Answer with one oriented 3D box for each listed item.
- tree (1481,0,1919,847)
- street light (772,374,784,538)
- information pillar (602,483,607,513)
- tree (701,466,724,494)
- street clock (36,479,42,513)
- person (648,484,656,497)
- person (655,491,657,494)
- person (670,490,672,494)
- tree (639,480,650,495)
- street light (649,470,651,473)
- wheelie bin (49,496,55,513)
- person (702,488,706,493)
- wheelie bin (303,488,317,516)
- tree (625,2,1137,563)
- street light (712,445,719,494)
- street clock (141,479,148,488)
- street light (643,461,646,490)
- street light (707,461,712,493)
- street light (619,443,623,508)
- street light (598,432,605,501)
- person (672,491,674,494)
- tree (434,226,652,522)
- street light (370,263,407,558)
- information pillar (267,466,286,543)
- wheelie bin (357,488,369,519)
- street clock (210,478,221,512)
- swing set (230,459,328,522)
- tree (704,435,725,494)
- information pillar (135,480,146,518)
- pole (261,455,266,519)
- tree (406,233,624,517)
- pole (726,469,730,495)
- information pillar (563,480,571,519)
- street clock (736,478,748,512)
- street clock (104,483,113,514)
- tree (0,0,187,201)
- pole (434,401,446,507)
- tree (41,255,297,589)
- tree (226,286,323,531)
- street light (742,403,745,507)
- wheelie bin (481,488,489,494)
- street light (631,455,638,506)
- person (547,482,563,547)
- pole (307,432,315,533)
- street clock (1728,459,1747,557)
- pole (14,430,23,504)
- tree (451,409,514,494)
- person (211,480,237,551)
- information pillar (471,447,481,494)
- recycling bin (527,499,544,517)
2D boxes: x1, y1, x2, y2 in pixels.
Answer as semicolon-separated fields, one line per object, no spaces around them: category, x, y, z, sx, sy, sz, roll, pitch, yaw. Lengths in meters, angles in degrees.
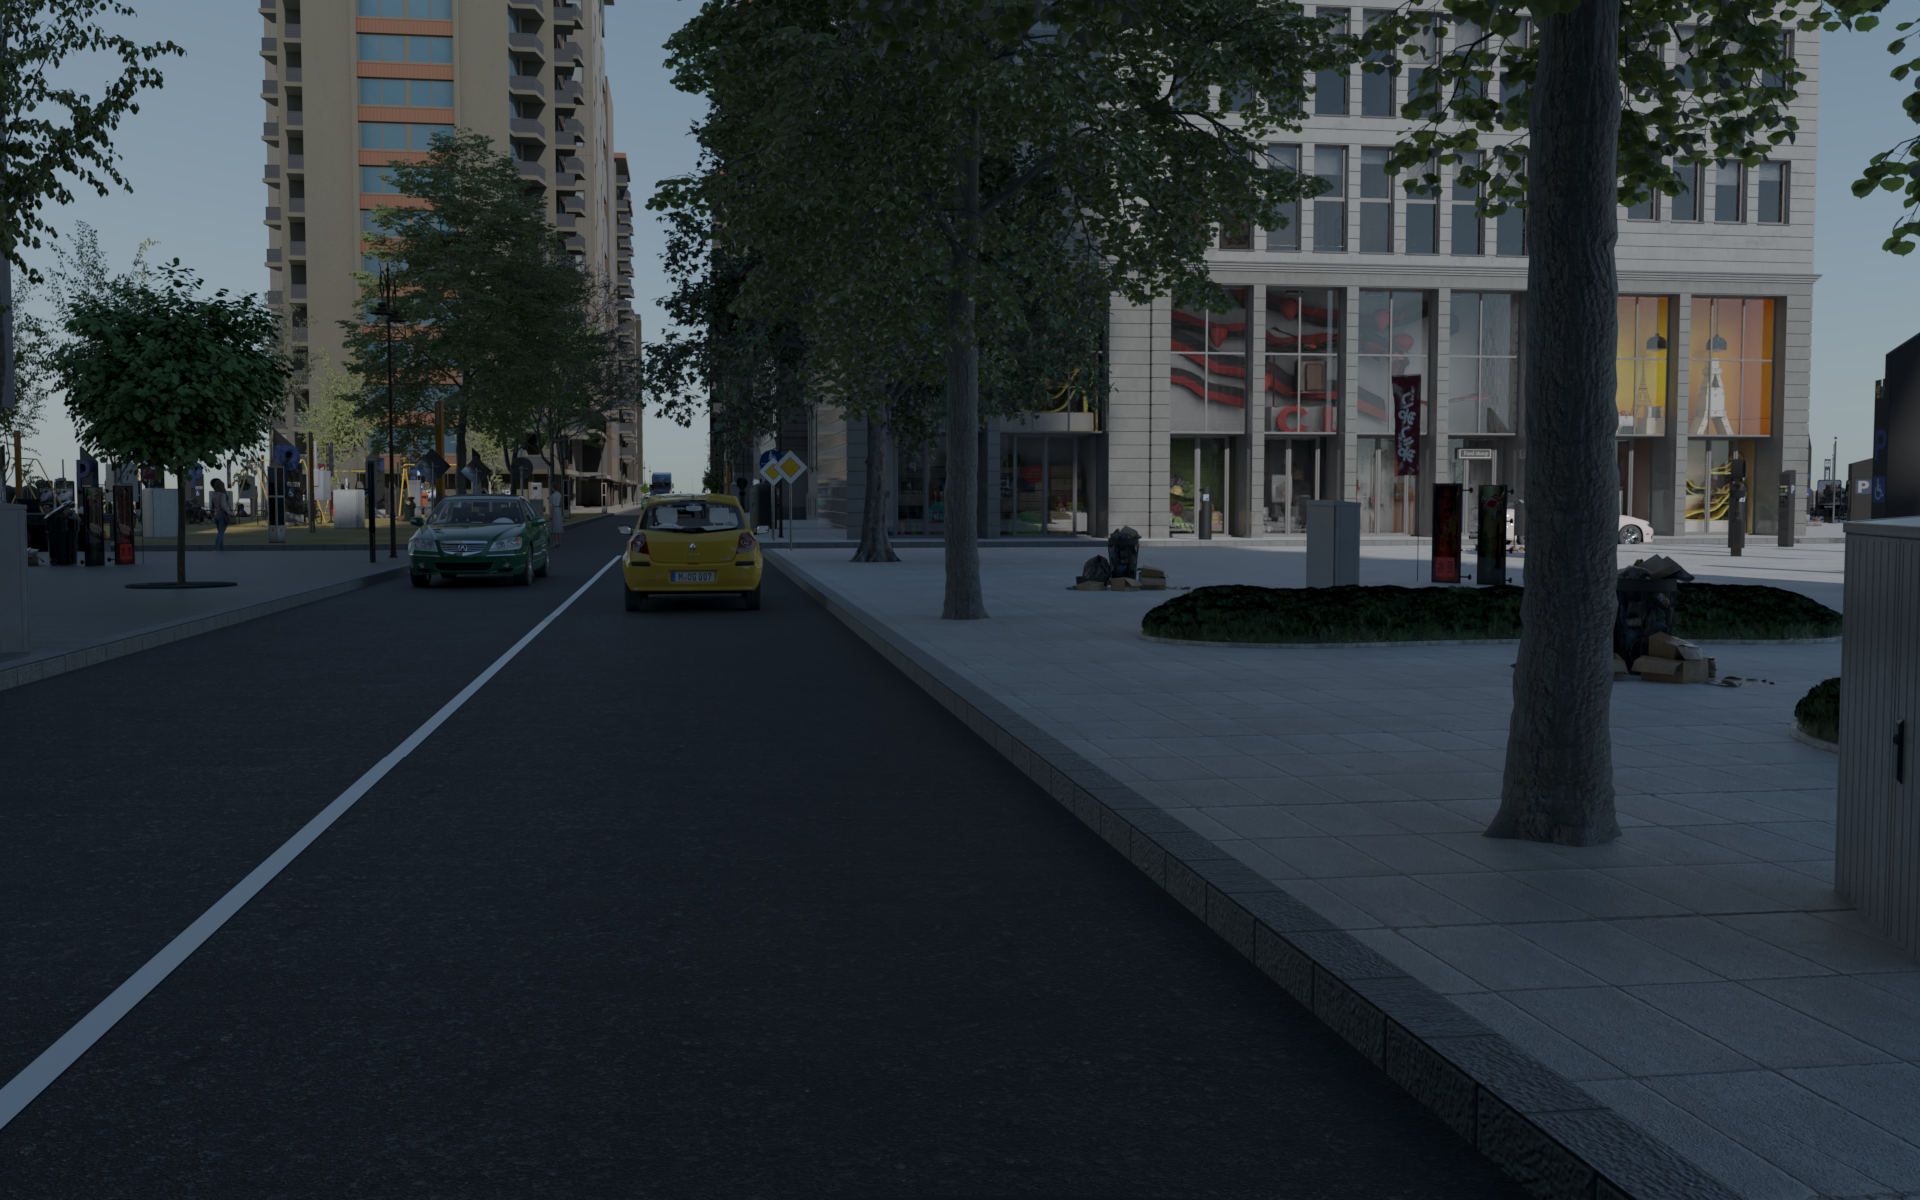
tree;2.178;-5.410;6.586;7.486;12.596;7.792;0;3;0
street light;-5.270;-4.770;50.782;0.468;5.910;1.993;-1;4;-9
information pillar;-23.757;-6.804;115.732;0.304;2.012;0.304;0;4;0
tree;-29.035;-13.514;204.675;4.285;4.588;4.351;0;3;0
street clock;-45.280;-4.939;85.320;0.471;2.002;0.358;-2;4;-25
person;-12.174;-3.704;69.086;0.620;1.820;0.660;0;4;-7
person;-30.304;-9.972;172.479;0.756;1.711;0.436;2;4;25
person;-24.405;-8.391;146.217;0.617;1.759;0.750;0;4;-6
tree;-44.623;-15.375;245.980;1.663;3.219;1.824;0;3;0
street light;-49.269;-18.504;275.320;0.468;5.910;1.993;-1;4;-9
wheelie bin;-47.217;-4.983;89.373;0.693;1.594;0.980;0;4;0
person;-14.974;-5.632;100.770;0.473;1.802;0.592;2;4;34
wheelie bin;-35.667;-5.328;95.016;0.693;1.594;0.980;1;4;18
tree;-1.496;-7.071;32.612;9.611;12.733;9.660;0;3;0
street light;-22.627;-11.529;161.284;0.468;5.910;1.993;-1;4;-9
street clock;-28.453;-3.442;60.849;0.471;2.002;0.358;-3;5;-44
street light;-43.575;-16.304;239.364;0.468;5.910;1.993;-1;4;-9
street light;-28.085;-13.677;196.399;0.468;5.910;1.993;-1;4;-9
street light;-30.714;-11.281;157.238;0.468;5.910;1.993;-1;4;-9
street light;-25.242;-9.134;122.126;0.468;5.910;1.993;-1;4;-9
person;-30.097;-10.623;182.634;0.568;1.767;0.683;1;4;17
tree;-18.981;-10.366;79.859;12.009;13.543;11.850;0;3;0
street light;-11.439;-3.792;34.792;0.468;5.910;1.993;-1;4;-9
information pillar;-17.950;-2.507;45.481;0.304;2.012;0.304;2;4;24
wheelie bin;-30.553;-4.953;88.890;0.980;1.594;0.693;0;4;-6
street clock;-33.442;-4.486;77.910;0.471;2.002;0.358;-3;4;-38
swing set;-31.084;-4.957;78.666;3.119;2.851;2.862;1;4;20
tree;-29.642;-16.083;213.317;4.360;8.622;3.978;0;3;0
information pillar;-43.604;-5.350;91.959;0.304;2.012;0.304;-1;4;-12
pole;-36.357;-5.904;90.370;0.158;3.312;0.155;0;3;0
tree;-17.856;-8.736;68.594;9.928;11.665;9.643;0;3;0
pole;-14.985;-7.219;111.873;0.158;3.312;0.155;0;3;0
information pillar;-20.386;-5.218;89.802;0.304;2.012;0.304;0;4;3
street clock;-9.542;-4.359;75.842;0.471;2.002;0.358;2;4;34
street clock;-44.521;-5.271;90.743;0.471;2.002;0.358;0;4;1
tree;-10.340;-4.129;17.875;4.737;8.622;4.395;0;3;0
pole;-11.472;-2.715;38.235;0.158;3.312;0.155;0;3;0
tree;-10.858;-2.457;23.887;4.285;4.588;4.351;0;3;0
tree;-24.444;-6.738;60.534;4.360;8.622;3.978;0;3;0
street light;-10.751;-6.924;86.001;0.468;5.910;1.993;-1;4;-9
wheelie bin;-24.358;-4.936;88.610;0.693;1.594;0.980;0;4;-8
street light;-36.441;-13.481;193.208;0.468;5.910;1.993;-1;4;-9
person;-10.945;-2.294;46.573;0.524;1.755;0.480;1;4;12
pole;-21.506;-3.886;57.374;0.158;3.312;0.155;0;3;0
street clock;15.939;-1.893;35.514;0.358;2.002;0.471;2;4;32
pole;-30.048;-3.758;55.294;0.158;3.312;0.155;0;3;0
tree;-30.855;-9.952;113.081;4.737;8.622;4.395;0;3;0
person;-16.936;-1.868;39.636;0.593;1.750;0.643;2;4;29
information pillar;-24.154;-5.816;86.443;0.504;3.616;0.183;-3;5;-42
recycling bin;-20.887;-4.443;85.193;0.722;1.027;0.722;-1;4;-20
